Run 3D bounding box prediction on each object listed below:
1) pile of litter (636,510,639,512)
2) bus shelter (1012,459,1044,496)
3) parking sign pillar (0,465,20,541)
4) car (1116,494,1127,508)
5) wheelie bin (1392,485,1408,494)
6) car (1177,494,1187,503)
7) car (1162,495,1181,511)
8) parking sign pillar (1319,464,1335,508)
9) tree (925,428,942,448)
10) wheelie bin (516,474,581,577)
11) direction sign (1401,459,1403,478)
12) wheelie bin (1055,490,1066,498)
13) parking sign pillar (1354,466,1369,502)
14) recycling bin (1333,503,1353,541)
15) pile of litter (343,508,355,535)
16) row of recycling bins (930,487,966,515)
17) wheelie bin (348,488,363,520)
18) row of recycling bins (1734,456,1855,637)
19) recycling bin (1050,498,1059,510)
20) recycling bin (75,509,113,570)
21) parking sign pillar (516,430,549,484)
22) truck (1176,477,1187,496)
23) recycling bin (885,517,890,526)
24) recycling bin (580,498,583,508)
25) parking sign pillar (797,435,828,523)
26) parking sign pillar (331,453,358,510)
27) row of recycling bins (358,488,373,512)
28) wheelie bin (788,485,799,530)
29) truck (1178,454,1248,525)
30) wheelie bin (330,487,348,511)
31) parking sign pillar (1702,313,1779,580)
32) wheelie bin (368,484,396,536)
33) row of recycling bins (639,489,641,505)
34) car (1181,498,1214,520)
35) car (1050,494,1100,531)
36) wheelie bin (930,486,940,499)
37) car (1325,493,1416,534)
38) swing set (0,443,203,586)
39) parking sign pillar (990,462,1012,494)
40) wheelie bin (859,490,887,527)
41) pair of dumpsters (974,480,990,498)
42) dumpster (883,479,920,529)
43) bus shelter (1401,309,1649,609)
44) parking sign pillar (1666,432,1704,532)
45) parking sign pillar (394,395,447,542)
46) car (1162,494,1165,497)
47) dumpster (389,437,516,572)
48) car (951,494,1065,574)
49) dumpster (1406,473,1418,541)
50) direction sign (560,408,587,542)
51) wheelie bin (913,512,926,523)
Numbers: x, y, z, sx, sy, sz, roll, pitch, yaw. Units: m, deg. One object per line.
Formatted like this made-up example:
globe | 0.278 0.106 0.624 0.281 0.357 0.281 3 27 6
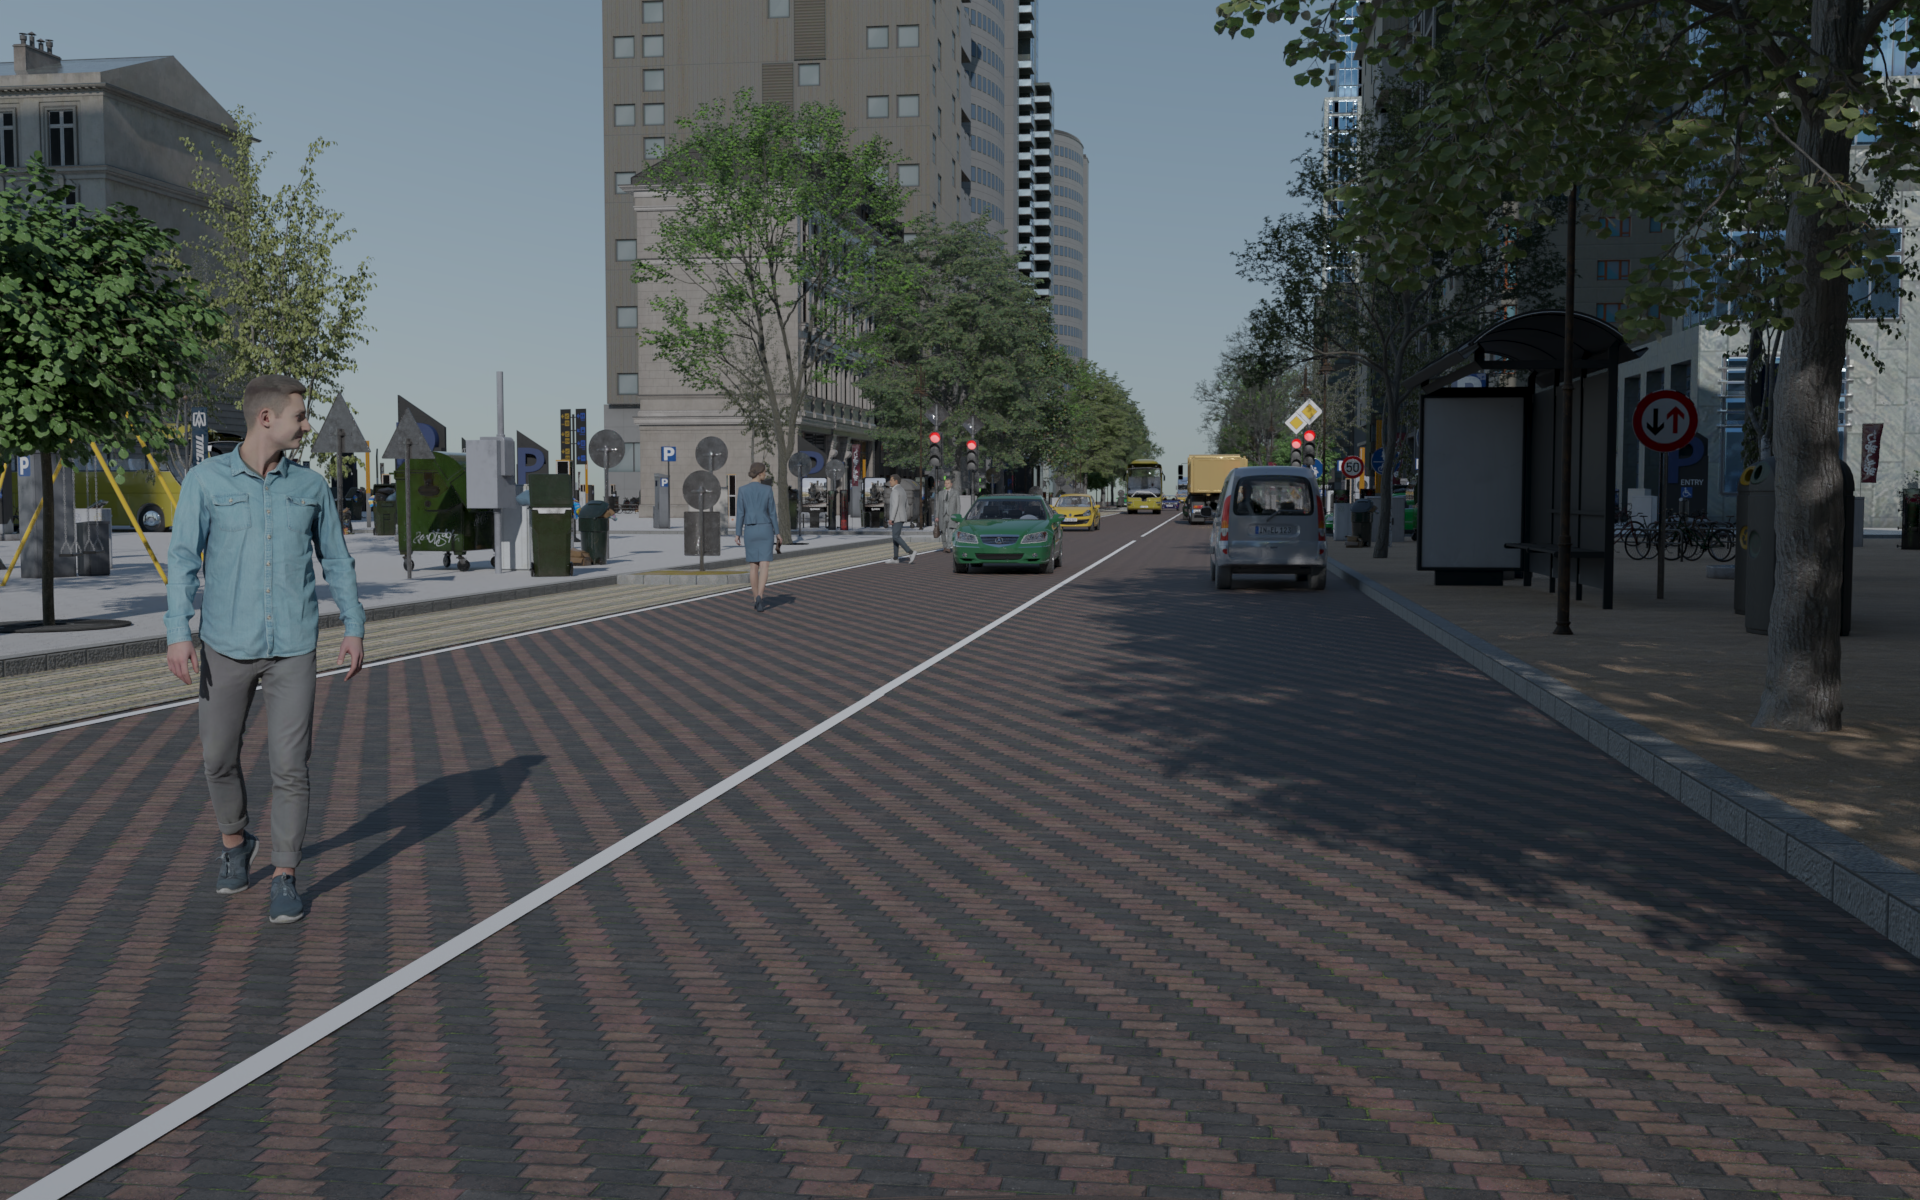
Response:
pile of litter | -22.421 -6.651 122.710 1.176 0.858 1.719 -1 4 -23
bus shelter | 3.703 -7.719 103.829 2.179 5.291 8.768 1 4 8
parking sign pillar | -26.509 -3.626 47.751 1.447 3.967 1.447 -1 4 -19
car | 15.765 -9.475 163.718 1.959 1.807 4.718 1 4 9
wheelie bin | 14.932 -3.091 58.451 0.980 1.594 0.693 1 4 20
car | 33.567 -15.391 261.870 2.015 1.641 3.980 1 4 9
car | 18.114 -8.390 149.751 1.945 1.354 3.894 0 4 7
parking sign pillar | 19.210 -6.331 91.979 1.447 3.967 1.447 0 4 3
tree | -0.536 -10.494 121.941 4.737 8.622 4.395 0 3 0
wheelie bin | -6.421 -1.168 27.008 0.980 1.594 0.693 -1 4 -18
direction sign | 27.174 -7.013 106.651 0.379 3.537 0.876 0 4 6
wheelie bin | 6.970 -6.833 119.626 0.693 1.594 0.980 -1 4 -17
parking sign pillar | 28.147 -8.181 122.226 1.447 3.967 1.447 3 5 43
recycling bin | 10.640 -2.141 47.555 0.722 1.027 0.722 1 4 10
pile of litter | -19.813 -2.512 55.044 1.176 0.858 1.719 0 4 -8
row of recycling bins | -0.862 -6.171 108.004 1.069 1.692 3.534 3 4 36
wheelie bin | -29.734 -4.716 85.017 0.980 1.594 0.693 3 5 42
row of recycling bins | 8.239 -0.610 17.094 1.069 1.692 3.534 1 4 22
recycling bin | 6.537 -6.298 115.534 0.722 1.027 0.722 3 5 41
recycling bin | -14.989 -1.054 29.792 0.722 1.027 0.722 -2 4 -26
parking sign pillar | -17.931 -5.151 72.698 1.447 3.967 1.447 0 4 -8
truck | 36.298 -17.712 279.343 2.967 4.110 18.799 0 4 7
recycling bin | -3.345 -3.529 70.259 0.722 1.027 0.722 3 4 39
recycling bin | -27.540 -6.835 124.304 0.722 1.027 0.722 -2 4 -34
parking sign pillar | -6.685 -5.502 78.433 1.447 3.967 1.447 -1 4 -11
parking sign pillar | -31.187 -6.072 87.746 1.447 3.967 1.447 1 4 17
row of recycling bins | -44.266 -7.273 126.024 1.069 1.692 3.534 3 5 43
wheelie bin | -6.145 -3.354 62.752 0.693 1.594 0.980 0 4 1
truck | 12.277 -5.346 83.335 3.469 3.379 9.791 0 4 6
wheelie bin | -28.719 -4.365 79.269 0.980 1.594 0.693 -1 4 -11
parking sign pillar | 12.138 -2.310 26.238 1.447 3.967 1.447 1 4 21
wheelie bin | -17.736 -2.789 53.503 0.980 1.594 0.693 -2 4 -30
row of recycling bins | -18.325 -5.824 102.329 1.069 1.692 3.534 -1 4 -20
car | 13.282 -5.299 96.425 2.009 1.686 4.222 1 4 8
car | 4.504 -3.513 67.661 2.015 1.641 3.980 1 4 10
wheelie bin | -0.745 -3.863 71.060 0.980 1.594 0.693 0 4 -7
car | 13.640 -2.775 54.159 4.718 1.807 1.959 1 4 9
swing set | -11.670 -1.547 22.917 2.862 2.851 3.119 -1 4 -13
parking sign pillar | 2.310 -6.636 96.969 1.447 3.967 1.447 3 5 45
wheelie bin | -3.361 -3.733 68.937 0.980 1.594 0.693 -3 5 -40
pair of dumpsters | 1.651 -6.168 103.345 1.574 2.255 4.437 1 4 8
dumpster | -2.179 -3.629 65.086 1.264 1.857 1.865 0 4 8
bus shelter | 6.845 -1.698 21.689 2.014 3.302 5.546 0 4 8
parking sign pillar | 23.971 -4.201 57.152 1.447 3.967 1.447 1 4 18
parking sign pillar | -14.602 -3.576 46.933 1.447 3.967 1.447 0 4 4
car | 31.737 -16.072 272.994 2.015 1.641 3.980 0 4 7
dumpster | -8.577 -1.642 29.347 1.502 2.255 1.985 1 4 8
car | 0.951 -1.281 32.737 2.131 1.459 4.920 0 4 6
dumpster | 12.808 -2.685 46.387 1.502 2.255 1.985 1 4 8
direction sign | -10.268 -3.308 46.080 0.876 3.537 0.379 2 4 29
wheelie bin | -1.771 -4.193 76.457 0.693 1.594 0.980 2 4 32
